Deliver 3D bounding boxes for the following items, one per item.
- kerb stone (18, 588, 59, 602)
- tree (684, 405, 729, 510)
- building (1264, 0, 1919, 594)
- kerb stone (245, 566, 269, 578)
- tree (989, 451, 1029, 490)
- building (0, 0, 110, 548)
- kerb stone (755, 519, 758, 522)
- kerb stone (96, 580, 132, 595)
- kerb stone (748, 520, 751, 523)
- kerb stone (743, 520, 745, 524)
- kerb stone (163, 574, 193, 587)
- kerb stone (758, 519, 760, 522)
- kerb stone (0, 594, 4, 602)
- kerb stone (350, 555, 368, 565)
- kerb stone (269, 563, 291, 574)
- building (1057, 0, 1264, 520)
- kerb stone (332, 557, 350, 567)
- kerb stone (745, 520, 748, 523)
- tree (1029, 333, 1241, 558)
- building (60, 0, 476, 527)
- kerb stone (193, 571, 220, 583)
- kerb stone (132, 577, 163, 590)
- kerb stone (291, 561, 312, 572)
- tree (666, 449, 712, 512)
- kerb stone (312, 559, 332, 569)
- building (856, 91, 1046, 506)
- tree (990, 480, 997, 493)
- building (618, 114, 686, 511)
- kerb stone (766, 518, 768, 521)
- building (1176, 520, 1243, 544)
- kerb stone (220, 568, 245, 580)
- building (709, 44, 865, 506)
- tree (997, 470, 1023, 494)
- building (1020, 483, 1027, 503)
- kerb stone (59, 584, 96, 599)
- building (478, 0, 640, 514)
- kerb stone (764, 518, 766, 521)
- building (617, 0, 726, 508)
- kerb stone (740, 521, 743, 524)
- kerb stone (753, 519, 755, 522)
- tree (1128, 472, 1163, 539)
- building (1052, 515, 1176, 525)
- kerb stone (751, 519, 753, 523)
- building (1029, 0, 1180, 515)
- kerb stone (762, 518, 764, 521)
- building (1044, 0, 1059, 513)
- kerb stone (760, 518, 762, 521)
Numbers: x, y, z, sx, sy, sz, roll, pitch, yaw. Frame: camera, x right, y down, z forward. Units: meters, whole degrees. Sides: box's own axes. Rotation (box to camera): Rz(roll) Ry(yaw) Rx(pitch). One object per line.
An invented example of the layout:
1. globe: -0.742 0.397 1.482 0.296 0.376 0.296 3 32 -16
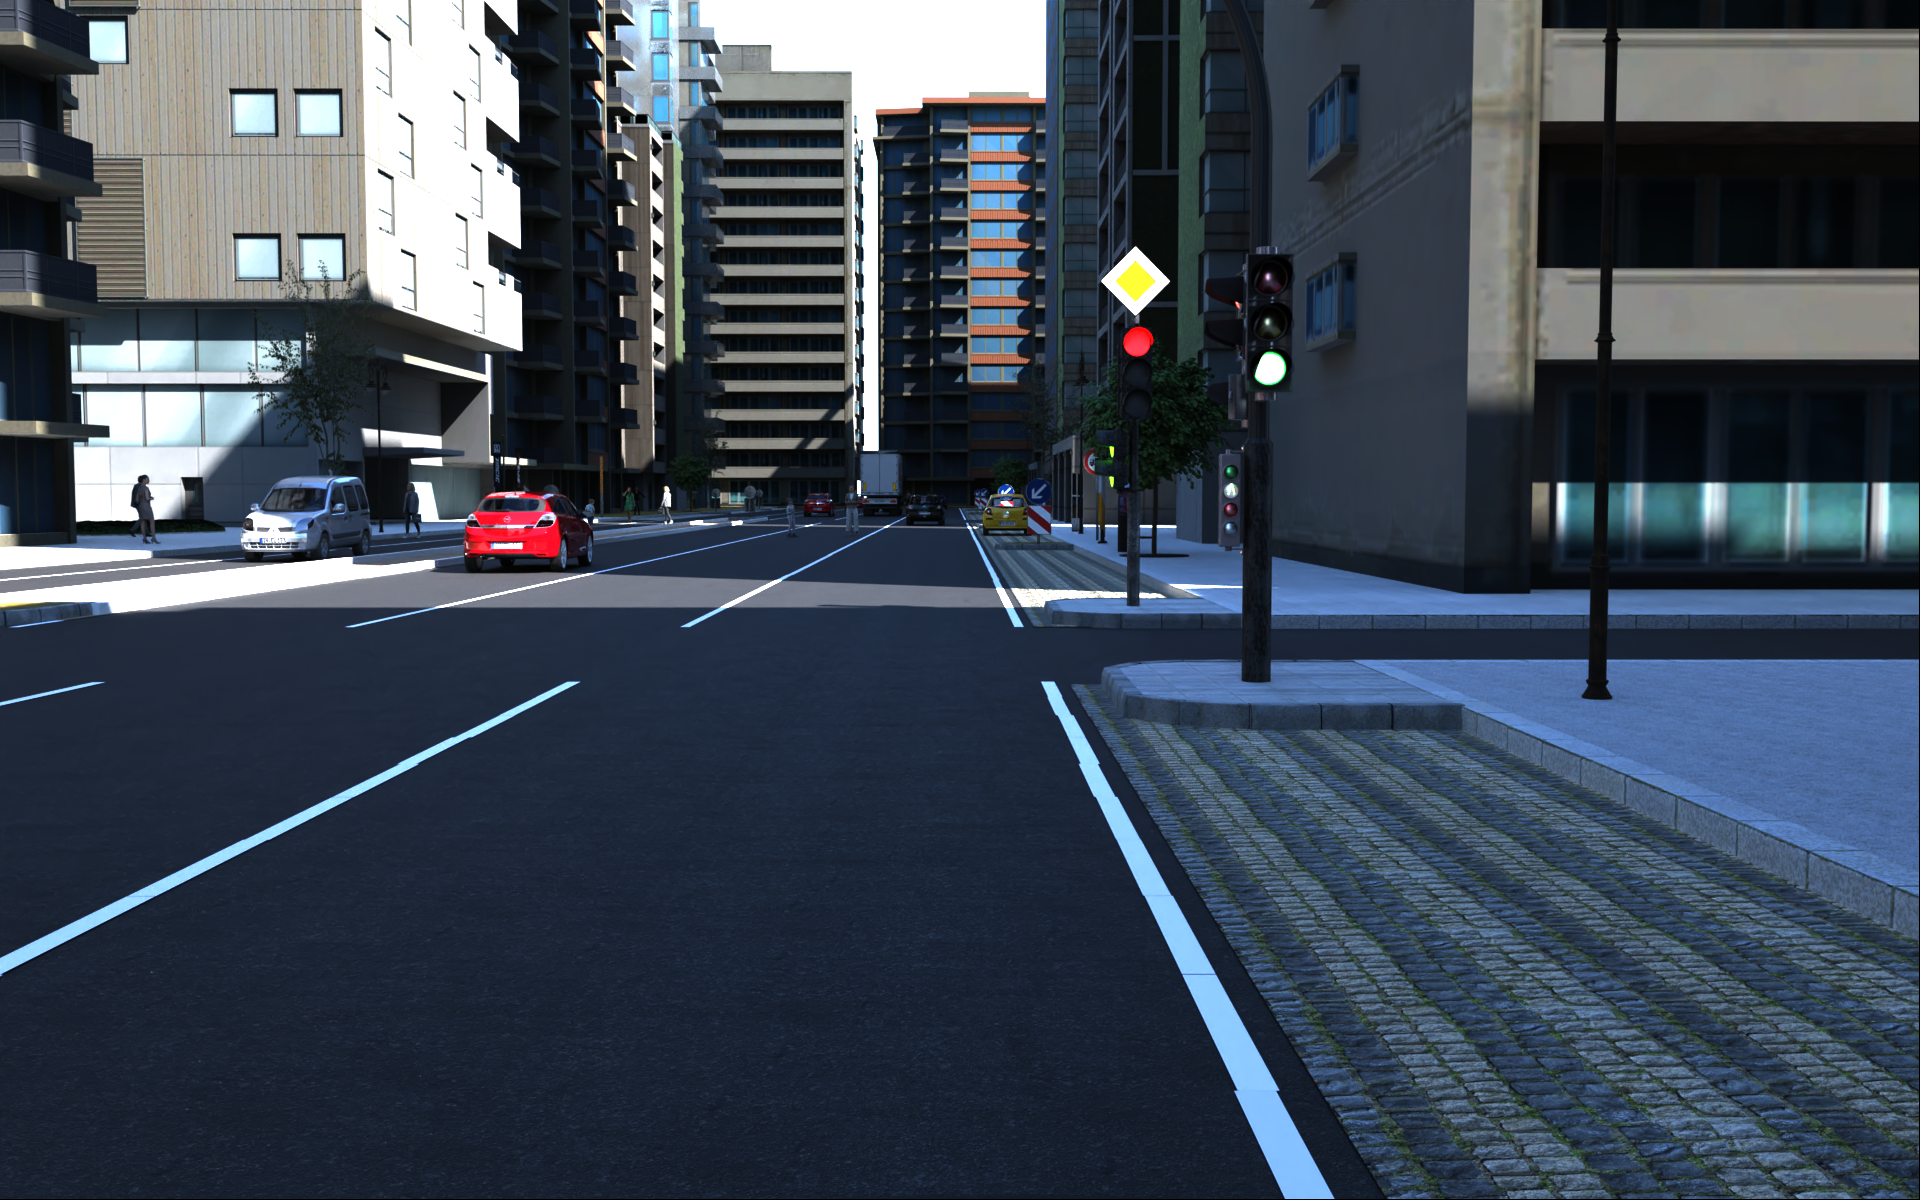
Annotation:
1. kerb stone: -12.286 -0.044 22.930 0.120 0.150 1.000 0 4 0
2. tree: -20.837 -11.777 142.911 4.360 8.622 3.978 0 3 0
3. building: 16.931 -24.940 31.473 21.600 48.544 21.300 0 4 0
4. kerb stone: -12.320 -0.484 30.125 0.120 0.150 1.000 0 4 0
5. tree: 3.871 -9.181 133.815 4.285 4.588 4.351 0 3 0
6. building: -32.476 -23.276 35.184 22.147 44.769 28.867 0 4 0
7. kerb stone: -10.470 -3.997 87.541 0.120 0.150 1.000 0 4 0
8. kerb stone: -12.291 -0.171 24.994 0.120 0.150 1.000 0 4 0
9. kerb stone: -10.457 -3.809 84.467 0.120 0.150 1.000 0 4 0
10. kerb stone: -10.455 -3.684 82.422 0.120 0.150 1.000 0 4 0
11. kerb stone: -12.300 -0.294 27.039 0.120 0.150 1.000 0 4 0
12. kerb stone: -10.475 -4.056 88.569 0.120 0.150 1.000 0 4 0
13. kerb stone: -12.279 0.019 21.907 0.120 0.150 1.000 0 4 0
14. kerb stone: -12.333 -0.799 35.263 0.120 0.150 1.000 0 4 0
15. kerb stone: -12.327 -0.547 31.147 0.120 0.150 1.000 0 4 0
16. building: 12.688 -25.569 101.654 14.154 41.232 14.086 0 4 0
17. kerb stone: -12.345 -0.736 34.235 0.120 0.150 1.000 0 4 0
18. kerb stone: -10.457 -3.746 83.444 0.120 0.150 1.000 0 4 0
19. tree: 4.028 -3.167 35.489 4.285 4.588 4.351 0 3 0
20. building: -35.940 -29.867 77.558 28.713 52.752 27.495 0 4 0
21. kerb stone: -12.305 -0.357 28.061 0.120 0.150 1.000 0 4 0
22. kerb stone: -12.298 -0.234 26.017 0.120 0.150 1.000 0 4 0
23. kerb stone: -12.324 -0.610 32.174 0.120 0.150 1.000 0 4 0
24. tree: -19.870 -8.774 127.173 4.285 4.588 4.351 0 3 0
25. kerb stone: -12.333 -0.669 33.204 0.120 0.150 1.000 0 4 0
26. building: 3.506 -32.827 191.340 28.867 44.769 22.147 0 4 0
27. tree: 3.491 -10.086 159.501 1.663 3.219 1.824 0 3 0
28. building: -29.054 -22.029 131.871 14.160 30.474 14.107 0 4 0
29. kerb stone: -10.504 -4.311 92.675 0.120 0.150 1.000 0 4 0
30. building: 13.240 -22.435 50.402 14.154 41.232 14.086 0 4 0
31. kerb stone: -12.315 -0.422 29.090 0.120 0.150 1.000 0 4 0
32. building: -21.727 -34.706 191.141 21.600 48.544 21.300 0 4 0
33. tree: 4.312 -8.927 140.555 1.663 3.219 1.824 0 3 0
34. building: 21.412 -28.435 156.795 32.217 40.220 23.993 0 4 0
35. kerb stone: -12.294 -0.108 23.965 0.120 0.150 1.000 0 4 0
36. building: -32.854 -27.835 109.721 22.147 44.769 28.867 0 4 0
37. kerb stone: -10.488 -4.248 91.649 0.120 0.150 1.000 0 4 0
38. building: -37.151 -32.811 156.069 30.456 49.044 23.786 0 4 0
39. kerb stone: -10.445 -3.621 81.398 0.120 0.150 1.000 0 4 0
40. kerb stone: -10.465 -3.934 86.511 0.120 0.150 1.000 0 4 0
41. tree: 5.126 -3.389 50.014 1.663 3.219 1.824 0 3 0
42. building: 14.888 -38.932 74.796 20.563 71.187 20.611 0 4 0
43. kerb stone: -10.461 -3.871 85.489 0.120 0.150 1.000 0 4 0
44. building: 15.986 -42.484 132.864 20.563 71.187 20.611 0 4 0
45. kerb stone: -10.485 -4.180 90.626 0.120 0.150 1.000 0 4 0
46. building: 12.993 -28.488 115.886 14.600 45.320 14.200 0 4 0
47. kerb stone: -10.482 -4.122 89.596 0.120 0.150 1.000 0 4 0
